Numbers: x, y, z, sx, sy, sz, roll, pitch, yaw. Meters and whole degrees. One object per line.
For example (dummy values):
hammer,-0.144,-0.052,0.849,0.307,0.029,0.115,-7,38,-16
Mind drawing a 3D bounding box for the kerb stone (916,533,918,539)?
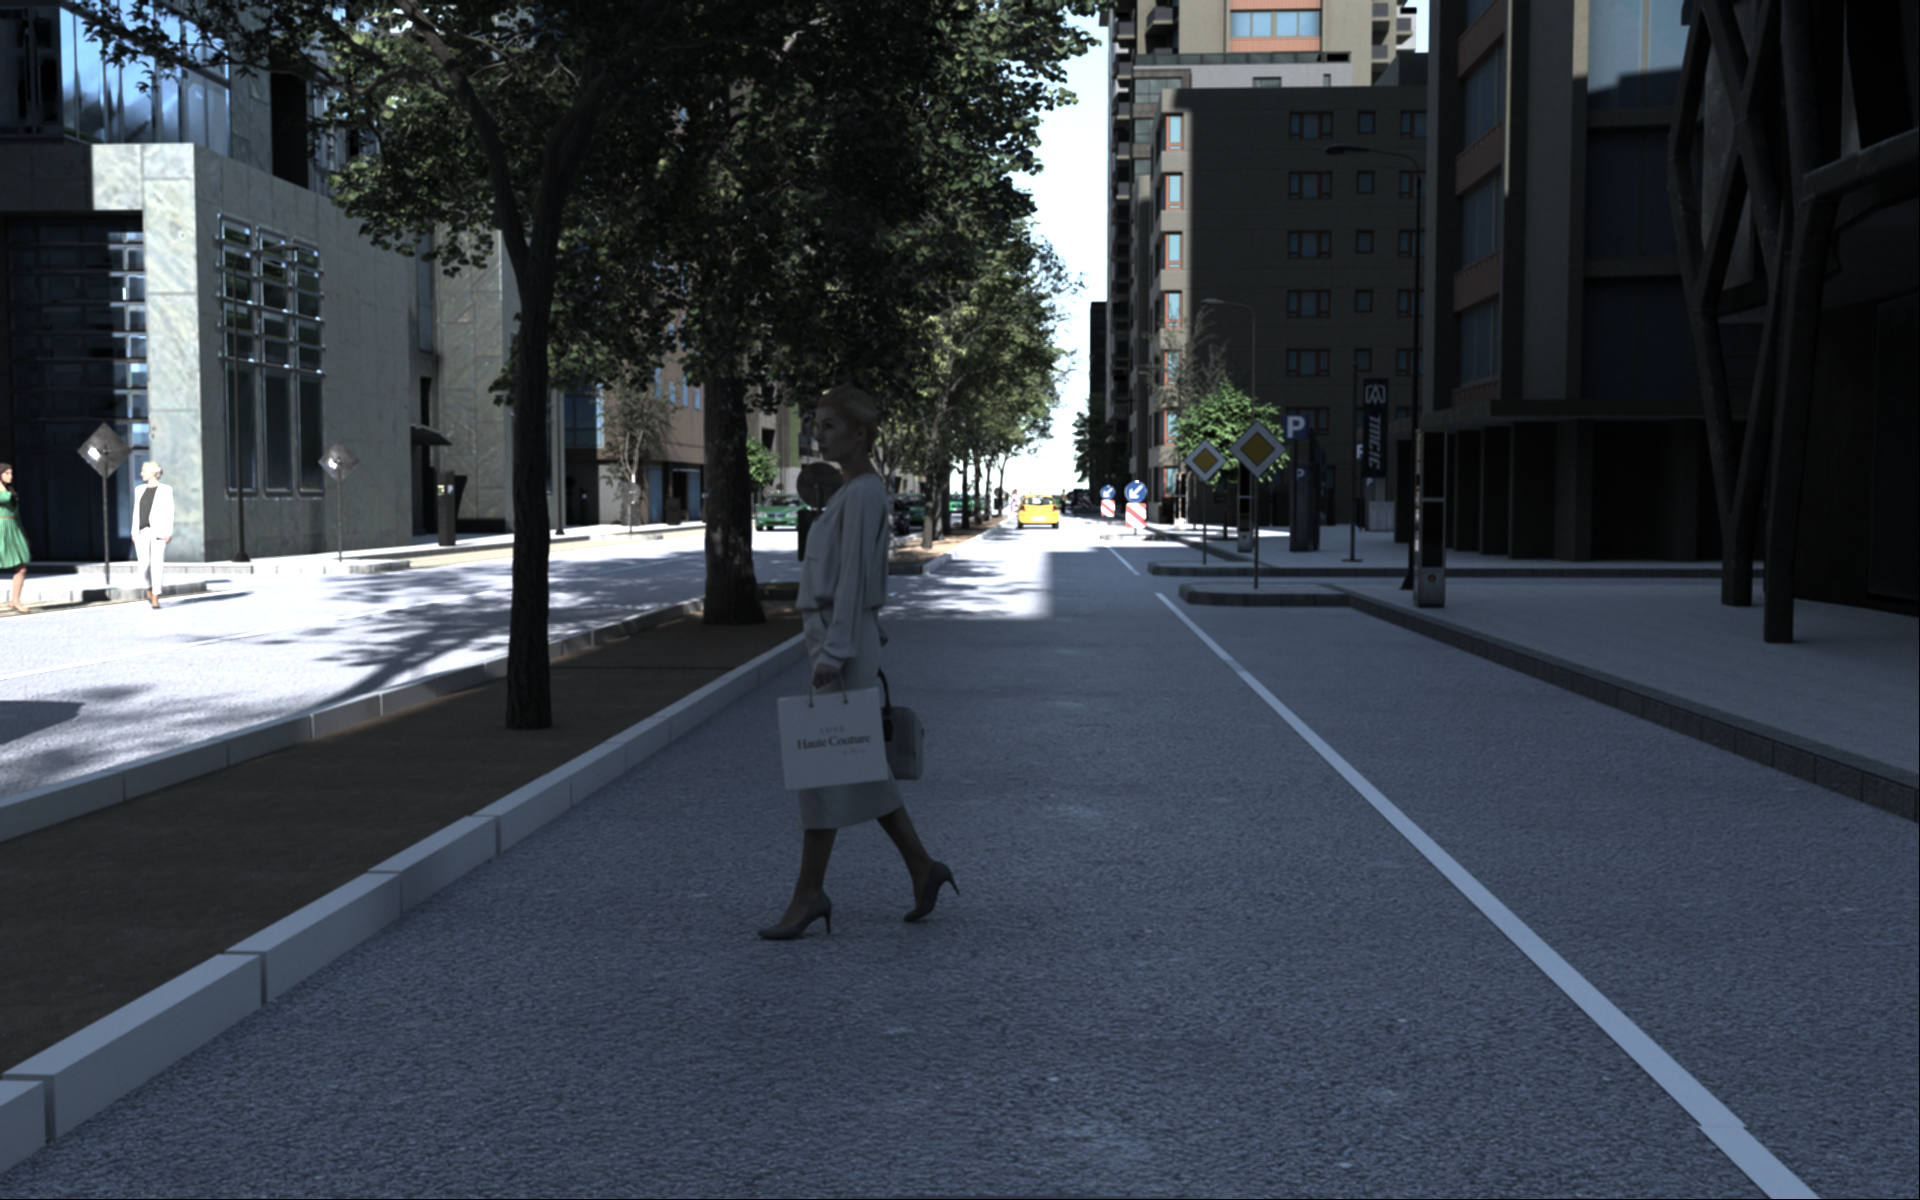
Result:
kerb stone,-1.485,-1.952,54.117,0.120,0.150,1.000,0,4,3

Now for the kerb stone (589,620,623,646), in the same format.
kerb stone,-3.468,0.334,16.731,0.120,0.150,1.000,0,4,3

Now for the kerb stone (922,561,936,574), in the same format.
kerb stone,-0.585,-0.565,31.479,0.120,0.150,1.000,0,4,3

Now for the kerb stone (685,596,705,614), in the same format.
kerb stone,-3.262,0.093,20.825,0.120,0.150,1.000,0,4,3

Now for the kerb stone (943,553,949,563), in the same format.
kerb stone,-0.367,-0.815,35.566,0.120,0.150,1.000,0,4,3

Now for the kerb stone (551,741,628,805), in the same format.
kerb stone,-1.814,0.845,8.446,0.120,0.150,1.000,0,4,3

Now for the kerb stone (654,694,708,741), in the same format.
kerb stone,-1.702,0.717,10.492,0.120,0.150,1.000,0,4,3

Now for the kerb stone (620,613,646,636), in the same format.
kerb stone,-3.419,0.273,17.757,0.120,0.150,1.000,0,4,3

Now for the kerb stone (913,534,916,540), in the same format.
kerb stone,-1.531,-1.890,53.096,0.120,0.150,1.000,0,4,3

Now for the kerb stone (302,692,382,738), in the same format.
kerb stone,-3.803,0.709,10.597,0.120,0.150,1.000,0,4,3

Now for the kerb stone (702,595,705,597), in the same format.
kerb stone,-3.204,0.021,21.852,0.120,0.150,1.000,0,4,3

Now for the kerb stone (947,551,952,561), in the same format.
kerb stone,-0.310,-0.880,36.586,0.120,0.150,1.000,0,4,3

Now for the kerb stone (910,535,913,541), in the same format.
kerb stone,-1.593,-1.827,52.076,0.120,0.150,1.000,0,4,3

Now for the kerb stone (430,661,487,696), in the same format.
kerb stone,-3.691,0.585,12.638,0.120,0.150,1.000,0,4,3

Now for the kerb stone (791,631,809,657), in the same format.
kerb stone,-1.428,0.403,15.605,0.120,0.150,1.000,0,4,3

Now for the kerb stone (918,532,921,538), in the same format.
kerb stone,-1.418,-2.015,55.148,0.120,0.150,1.000,0,4,3

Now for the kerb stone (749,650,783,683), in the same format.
kerb stone,-1.543,0.529,13.562,0.120,0.150,1.000,0,4,3

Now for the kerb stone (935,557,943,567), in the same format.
kerb stone,-0.478,-0.693,33.522,0.120,0.150,1.000,0,4,3

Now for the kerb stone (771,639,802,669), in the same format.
kerb stone,-1.483,0.466,14.585,0.120,0.150,1.000,0,4,3

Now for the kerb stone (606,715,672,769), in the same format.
kerb stone,-1.761,0.781,9.467,0.120,0.150,1.000,0,4,3

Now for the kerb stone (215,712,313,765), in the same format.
kerb stone,-3.860,0.772,9.569,0.120,0.150,1.000,0,4,3

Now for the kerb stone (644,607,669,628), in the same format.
kerb stone,-3.356,0.209,18.777,0.120,0.150,1.000,0,4,3

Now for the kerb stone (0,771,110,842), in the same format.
kerb stone,-3.963,0.897,7.528,0.120,0.150,1.000,0,4,3

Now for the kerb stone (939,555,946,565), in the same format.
kerb stone,-0.429,-0.755,34.543,0.120,0.150,1.000,0,4,3

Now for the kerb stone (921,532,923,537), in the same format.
kerb stone,-1.372,-2.077,56.177,0.120,0.150,1.000,0,4,3

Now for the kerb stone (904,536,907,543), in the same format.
kerb stone,-1.695,-1.703,50.034,0.120,0.150,1.000,0,4,3

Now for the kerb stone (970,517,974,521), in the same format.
kerb stone,0.709,-4.457,95.069,0.120,0.150,1.000,0,4,3

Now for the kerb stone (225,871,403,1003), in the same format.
kerb stone,-1.982,1.031,5.371,0.120,0.150,1.000,0,4,3

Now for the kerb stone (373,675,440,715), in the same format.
kerb stone,-3.744,0.650,11.618,0.120,0.150,1.000,0,4,3

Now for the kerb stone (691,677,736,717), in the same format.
kerb stone,-1.655,0.656,11.513,0.120,0.150,1.000,0,4,3

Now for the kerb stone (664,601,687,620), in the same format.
kerb stone,-3.318,0.146,19.803,0.120,0.150,1.000,0,4,3

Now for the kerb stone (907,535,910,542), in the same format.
kerb stone,-1.645,-1.762,51.055,0.120,0.150,1.000,0,4,3

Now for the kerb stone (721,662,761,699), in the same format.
kerb stone,-1.603,0.592,12.538,0.120,0.150,1.000,0,4,3

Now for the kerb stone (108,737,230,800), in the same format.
kerb stone,-3.913,0.835,8.549,0.120,0.150,1.000,0,4,3

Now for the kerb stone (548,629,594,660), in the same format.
kerb stone,-3.540,0.399,15.711,0.120,0.150,1.000,0,4,3

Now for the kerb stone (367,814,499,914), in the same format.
kerb stone,-1.934,0.967,6.399,0.120,0.150,1.000,0,4,3

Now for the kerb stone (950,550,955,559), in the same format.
kerb stone,-0.248,-0.938,37.607,0.120,0.150,1.000,0,4,3

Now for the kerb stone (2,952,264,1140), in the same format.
kerb stone,-2.039,1.095,4.340,0.120,0.150,1.000,0,4,3

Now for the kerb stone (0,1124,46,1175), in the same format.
kerb stone,-2.098,1.161,3.311,0.120,0.150,1.000,0,4,3

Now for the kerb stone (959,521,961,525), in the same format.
kerb stone,-0.161,-3.456,78.702,0.120,0.150,1.000,0,4,3

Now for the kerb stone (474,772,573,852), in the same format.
kerb stone,-1.866,0.904,7.420,0.120,0.150,1.000,0,4,3

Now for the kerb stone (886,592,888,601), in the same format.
kerb stone,-1.050,-0.030,22.770,0.120,0.150,1.000,0,4,3

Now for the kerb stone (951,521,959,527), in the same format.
kerb stone,-0.226,-3.394,77.682,0.120,0.150,1.000,0,4,3

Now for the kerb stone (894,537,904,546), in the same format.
kerb stone,-1.752,-1.640,49.014,0.120,0.150,1.000,0,4,3

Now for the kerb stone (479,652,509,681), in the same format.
kerb stone,-3.638,0.525,13.669,0.120,0.150,1.000,0,4,3

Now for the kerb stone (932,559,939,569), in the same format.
kerb stone,-0.533,-0.630,32.499,0.120,0.150,1.000,0,4,3
